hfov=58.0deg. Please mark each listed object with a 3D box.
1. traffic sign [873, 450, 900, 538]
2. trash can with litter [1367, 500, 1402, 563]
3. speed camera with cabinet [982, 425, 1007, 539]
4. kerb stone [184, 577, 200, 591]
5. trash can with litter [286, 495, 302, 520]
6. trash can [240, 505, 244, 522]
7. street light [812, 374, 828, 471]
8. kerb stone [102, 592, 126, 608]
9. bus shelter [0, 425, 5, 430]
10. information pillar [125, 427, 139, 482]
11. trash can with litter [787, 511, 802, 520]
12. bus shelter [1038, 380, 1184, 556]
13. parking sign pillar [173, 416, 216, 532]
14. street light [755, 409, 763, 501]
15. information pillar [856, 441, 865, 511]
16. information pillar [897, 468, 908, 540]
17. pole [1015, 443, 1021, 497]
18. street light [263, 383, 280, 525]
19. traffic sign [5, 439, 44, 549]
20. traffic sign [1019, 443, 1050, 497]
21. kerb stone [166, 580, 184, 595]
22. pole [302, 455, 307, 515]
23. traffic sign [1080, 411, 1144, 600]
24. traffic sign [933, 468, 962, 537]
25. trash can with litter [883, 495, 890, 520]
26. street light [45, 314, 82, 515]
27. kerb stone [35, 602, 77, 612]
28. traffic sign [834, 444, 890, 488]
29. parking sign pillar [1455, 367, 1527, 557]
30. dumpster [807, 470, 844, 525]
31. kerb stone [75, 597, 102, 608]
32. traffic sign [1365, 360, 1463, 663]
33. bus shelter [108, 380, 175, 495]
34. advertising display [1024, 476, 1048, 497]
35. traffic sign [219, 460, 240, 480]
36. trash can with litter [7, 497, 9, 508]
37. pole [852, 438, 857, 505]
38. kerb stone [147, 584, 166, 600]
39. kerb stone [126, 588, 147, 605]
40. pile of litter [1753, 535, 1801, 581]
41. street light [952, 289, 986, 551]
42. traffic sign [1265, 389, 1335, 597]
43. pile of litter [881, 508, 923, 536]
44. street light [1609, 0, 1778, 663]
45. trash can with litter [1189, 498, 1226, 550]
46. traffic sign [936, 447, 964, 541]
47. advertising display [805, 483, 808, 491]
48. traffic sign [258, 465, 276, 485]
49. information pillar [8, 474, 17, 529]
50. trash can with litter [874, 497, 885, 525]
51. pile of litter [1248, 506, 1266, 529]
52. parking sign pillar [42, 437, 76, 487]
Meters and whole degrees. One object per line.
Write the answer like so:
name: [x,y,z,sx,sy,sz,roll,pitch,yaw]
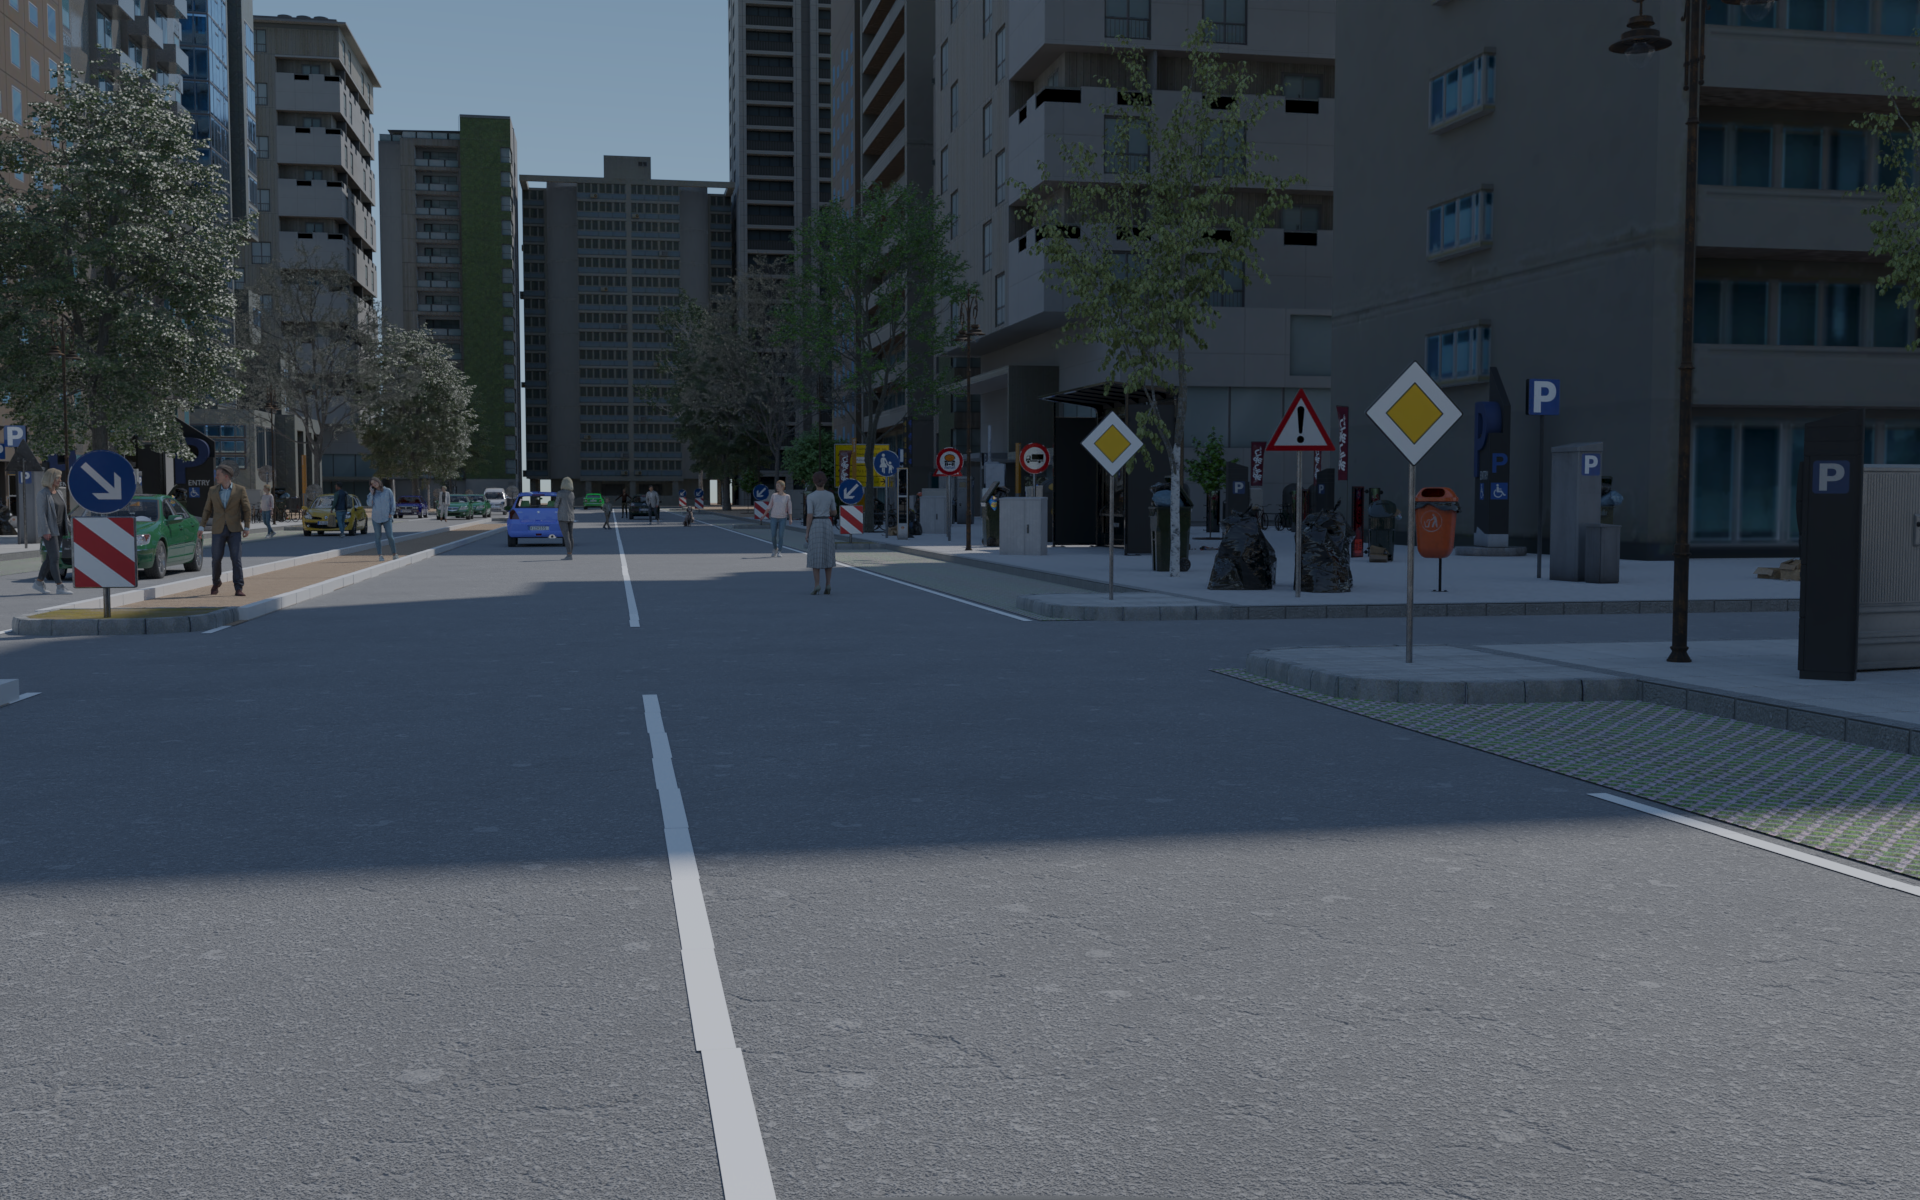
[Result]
traffic sign: [-2.137,-3.082,50.502,0.768,2.556,0.104,0,4,-2]
trash can with litter: [8.020,-1.307,32.762,0.624,1.170,1.055,1,4,16]
speed camera with cabinet: [0.982,-3.353,49.161,0.660,3.252,2.038,0,4,5]
kerb stone: [-11.488,-0.212,25.672,0.120,0.150,1.000,-1,4,-11]
trash can with litter: [-32.608,-4.574,85.847,2.233,1.210,1.678,0,4,-6]
trash can: [-33.007,-4.127,79.128,0.748,1.137,0.748,0,3,0]
street light: [-5.424,-5.769,67.110,0.468,5.910,1.993,-1,4,-11]
kerb stone: [-10.666,0.033,21.649,0.120,0.150,1.000,-1,4,-11]
bus shelter: [-22.624,-2.657,37.371,2.014,3.302,5.546,-1,4,-11]
information pillar: [-27.329,-4.023,57.137,0.504,3.616,0.183,1,4,17]
trash can with litter: [-8.205,-4.538,85.258,2.233,1.210,1.678,-1,4,-10]
bus shelter: [3.331,-2.922,39.051,1.731,3.624,6.357,-1,4,-11]
parking sign pillar: [-26.303,-4.347,59.542,1.447,3.967,1.447,-1,4,-13]
street light: [-10.980,-7.452,94.620,0.468,5.910,1.993,-1,4,-11]
information pillar: [-4.239,-4.958,72.416,0.504,3.616,0.183,-1,4,-19]
information pillar: [-1.618,-2.704,48.706,0.304,2.012,0.304,0,4,-5]
pole: [2.324,-4.606,69.157,0.158,3.312,0.155,0,3,0]
street light: [-28.672,-6.083,72.245,0.468,5.910,1.993,-1,4,-11]
traffic sign: [-22.015,-2.492,40.754,0.884,2.594,0.081,0,4,-3]
traffic sign: [1.851,-2.625,43.023,0.768,2.556,0.104,0,4,-5]
kerb stone: [-11.279,-0.151,24.668,0.120,0.150,1.000,-1,4,-11]
pole: [-34.264,-5.914,90.529,0.158,3.312,0.155,0,3,0]
traffic sign: [1.830,-1.057,20.932,0.795,2.450,0.064,-1,4,-11]
traffic sign: [-0.375,-3.163,51.723,0.884,2.594,0.081,0,4,-4]
trash can with litter: [-3.876,-4.680,87.581,2.233,1.210,1.678,1,4,17]
street light: [-23.097,-4.401,44.739,0.468,5.910,1.993,-1,4,-11]
kerb stone: [-10.264,0.159,19.642,0.120,0.150,1.000,-1,4,-11]
traffic sign: [-3.959,-4.663,70.118,2.265,3.308,0.079,-1,4,-10]
parking sign pillar: [11.101,-2.914,36.121,1.447,3.967,1.447,0,4,4]
dumpster: [-5.500,-4.230,71.651,1.502,2.255,1.985,-1,4,-12]
kerb stone: [-10.466,0.095,20.646,0.120,0.150,1.000,-1,4,-11]
traffic sign: [3.412,-0.579,13.105,0.795,2.450,0.064,-1,4,-11]
bus shelter: [-29.196,-5.181,62.335,2.179,5.291,8.768,-1,4,-11]
advertising display: [2.687,-3.439,61.444,0.974,1.923,0.123,3,5,41]
traffic sign: [-27.106,-3.922,64.228,0.768,2.556,0.104,-1,4,-10]
trash can with litter: [-36.337,-3.354,65.902,1.678,1.210,2.233,0,4,-6]
pole: [-3.831,-4.221,62.862,0.158,3.312,0.155,0,3,0]
kerb stone: [-11.073,-0.090,23.662,0.120,0.150,1.000,-1,4,-11]
kerb stone: [-10.869,-0.028,22.651,0.120,0.150,1.000,-1,4,-11]
pile of litter: [12.574,-0.739,26.041,1.176,0.858,1.719,2,4,33]
street light: [0.195,-4.060,39.172,0.468,5.910,1.993,-1,4,-11]
traffic sign: [4.196,-1.311,21.432,0.884,2.594,0.081,0,4,-6]
pile of litter: [-1.833,-2.432,53.730,1.176,0.858,1.719,3,5,43]
street light: [5.504,-2.464,13.078,0.468,5.910,1.993,-1,4,-11]
trash can with litter: [5.887,-1.758,39.804,2.233,1.210,1.678,0,4,-2]
traffic sign: [-0.289,-2.885,47.272,0.768,2.556,0.104,-1,4,-11]
advertising display: [-8.305,-5.477,94.755,0.123,1.923,0.974,-1,4,-20]
traffic sign: [-30.509,-4.660,76.293,0.768,2.556,0.104,0,4,-6]
information pillar: [-35.218,-3.671,64.509,0.304,2.012,0.304,-1,4,-11]
trash can with litter: [-3.191,-3.698,71.855,1.055,1.170,0.624,-1,4,-13]
pile of litter: [10.675,-3.056,63.924,1.176,0.858,1.719,-1,4,-20]
parking sign pillar: [-35.652,-4.907,68.704,1.447,3.967,1.447,2,4,34]
